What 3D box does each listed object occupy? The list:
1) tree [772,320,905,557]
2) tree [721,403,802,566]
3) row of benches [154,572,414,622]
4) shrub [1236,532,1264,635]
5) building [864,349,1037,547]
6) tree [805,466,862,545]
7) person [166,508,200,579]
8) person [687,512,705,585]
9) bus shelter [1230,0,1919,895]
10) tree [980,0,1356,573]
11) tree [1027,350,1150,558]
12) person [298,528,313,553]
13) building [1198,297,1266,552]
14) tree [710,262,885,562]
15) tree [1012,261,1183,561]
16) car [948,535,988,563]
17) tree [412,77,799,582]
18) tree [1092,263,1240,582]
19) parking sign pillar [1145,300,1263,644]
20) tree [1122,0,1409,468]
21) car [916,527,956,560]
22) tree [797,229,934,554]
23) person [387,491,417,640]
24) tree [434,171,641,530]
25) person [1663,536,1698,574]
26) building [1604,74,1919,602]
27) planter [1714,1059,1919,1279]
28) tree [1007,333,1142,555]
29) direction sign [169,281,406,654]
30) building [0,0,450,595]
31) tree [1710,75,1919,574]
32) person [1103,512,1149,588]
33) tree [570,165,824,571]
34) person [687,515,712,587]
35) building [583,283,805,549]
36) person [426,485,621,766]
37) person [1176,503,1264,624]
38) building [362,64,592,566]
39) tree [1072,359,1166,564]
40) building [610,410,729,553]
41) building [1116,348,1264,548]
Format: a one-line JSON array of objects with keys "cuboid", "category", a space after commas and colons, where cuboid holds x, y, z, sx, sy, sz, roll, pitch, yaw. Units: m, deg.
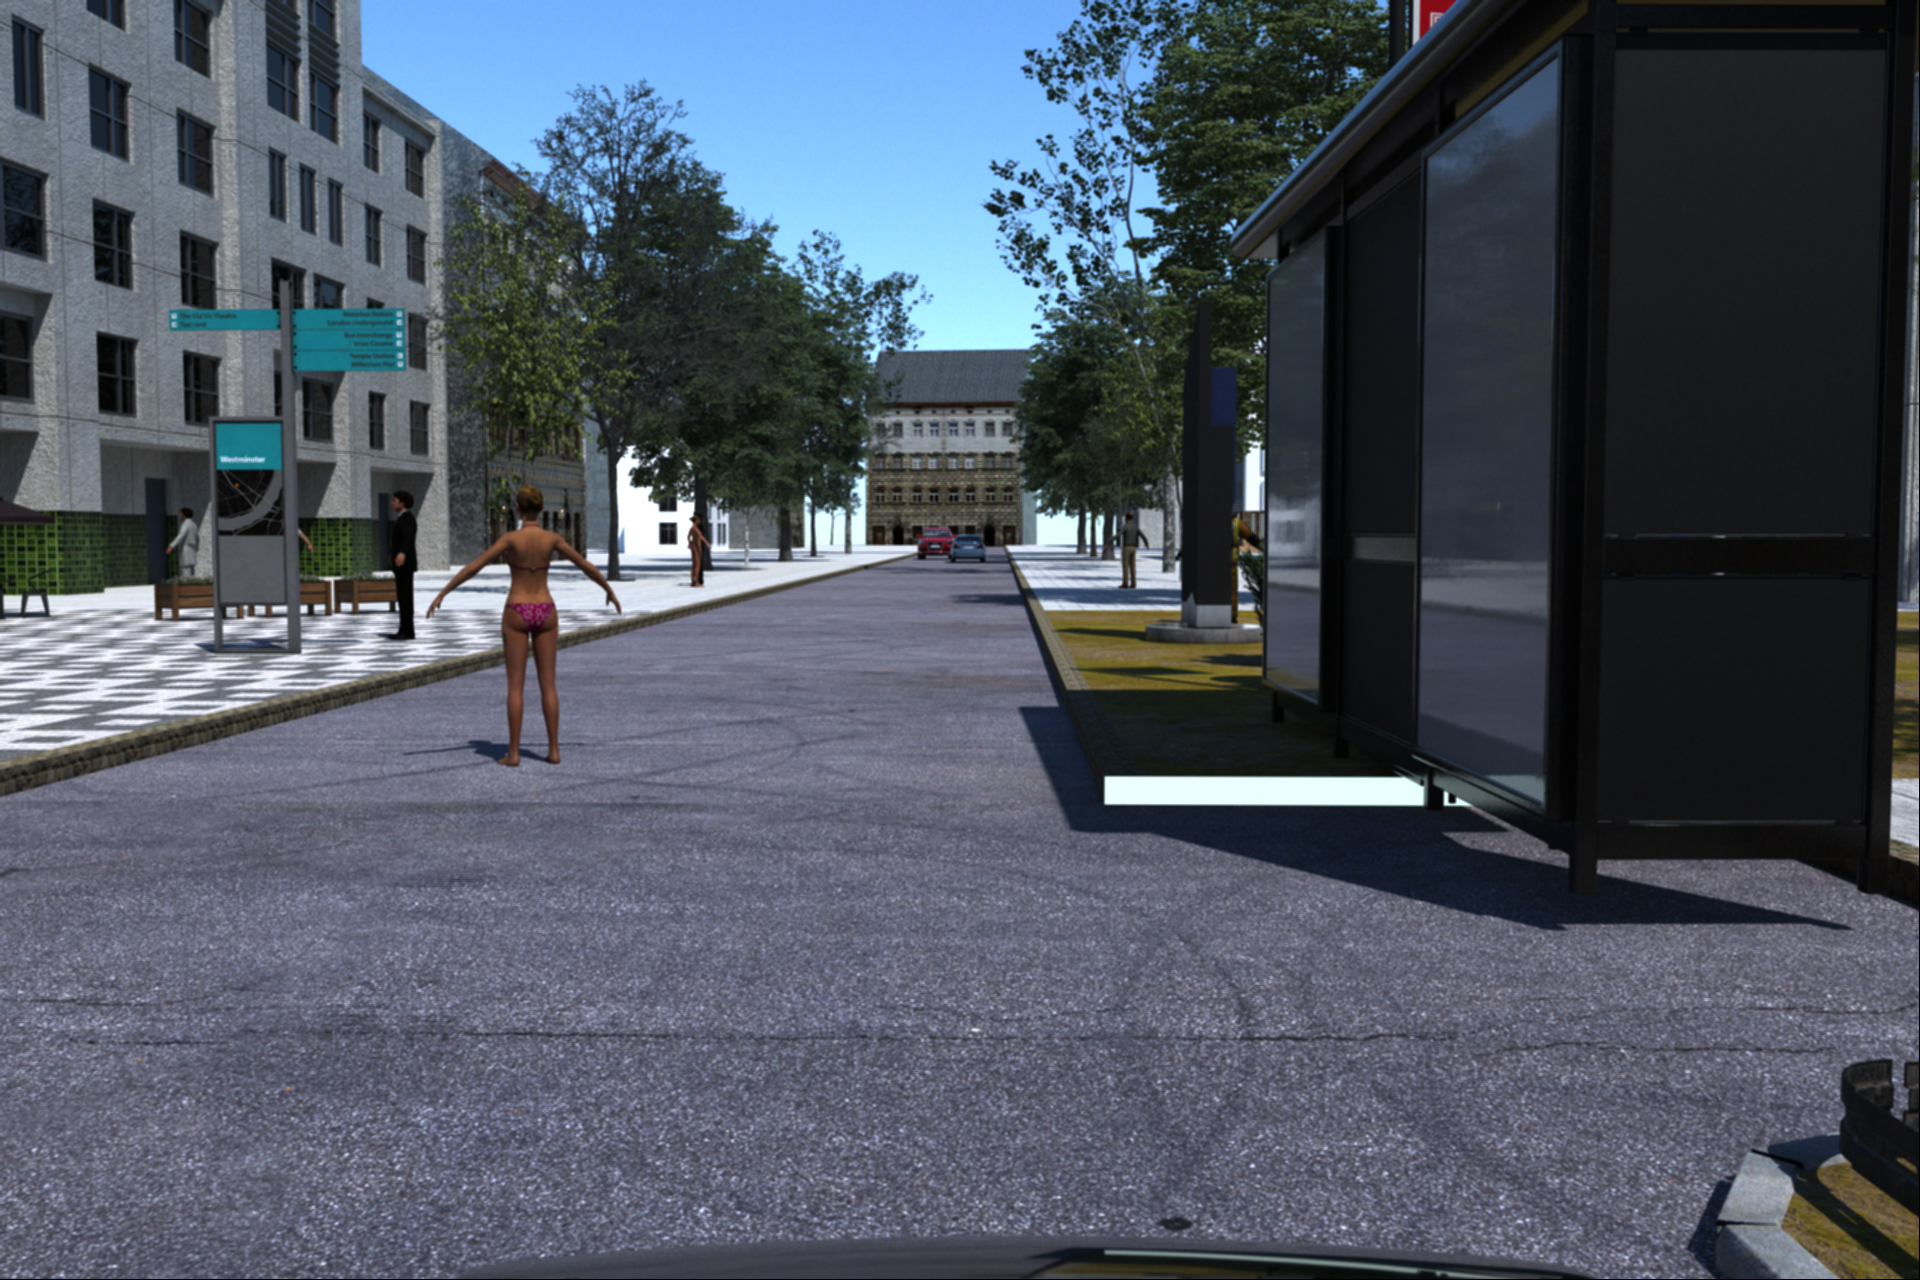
[{"cuboid": [-8.229, -11.380, 96.430, 12.009, 13.543, 11.850, 0, 3, 0], "category": "tree"}, {"cuboid": [-8.650, -7.301, 69.728, 4.360, 8.622, 3.978, 0, 3, 0], "category": "tree"}, {"cuboid": [-10.524, -0.705, 26.991, 1.422, 0.672, 4.104, 3, 5, 41], "category": "row of benches"}, {"cuboid": [3.552, -0.756, 16.787, 1.690, 2.028, 1.600, 0, 3, 0], "category": "shrub"}, {"cuboid": [-0.660, -22.768, 205.644, 18.063, 23.208, 19.493, 0, 4, 8], "category": "building"}, {"cuboid": [-14.897, -16.543, 204.889, 7.601, 10.594, 8.767, 0, 4, -1], "category": "tree"}, {"cuboid": [-15.443, -1.735, 34.562, 0.705, 1.806, 1.347, 0, 4, -1], "category": "person"}, {"cuboid": [-6.617, -2.301, 43.563, 0.705, 1.837, 1.347, 0, 4, 2], "category": "person"}, {"cuboid": [2.941, -1.996, 10.264, 2.179, 5.291, 8.768, 0, 4, -1], "category": "bus shelter"}, {"cuboid": [6.656, -12.388, 58.440, 12.611, 20.169, 13.585, 0, 3, 0], "category": "tree"}, {"cuboid": [7.449, -10.357, 95.099, 9.928, 11.665, 9.643, 0, 3, 0], "category": "tree"}, {"cuboid": [-13.609, -1.774, 34.856, 1.347, 1.847, 0.705, 1, 4, 8], "category": "person"}, {"cuboid": [23.585, -17.197, 137.584, 16.016, 20.090, 11.380, 0, 4, 1], "category": "building"}, {"cuboid": [-8.134, -10.588, 79.764, 9.857, 13.997, 8.962, 0, 3, 0], "category": "tree"}, {"cuboid": [7.173, -10.767, 82.703, 9.857, 13.997, 8.962, 0, 3, 0], "category": "tree"}, {"cuboid": [0.403, -4.611, 87.396, 2.014, 1.417, 4.499, 0, 3, 0], "category": "car"}, {"cuboid": [-9.389, -8.348, 46.859, 12.009, 13.543, 11.850, 0, 3, 0], "category": "tree"}, {"cuboid": [5.861, -5.874, 46.398, 4.737, 8.622, 4.395, 0, 3, 0], "category": "tree"}, {"cuboid": [2.952, -1.972, 20.713, 1.447, 3.967, 1.447, 0, 4, -1], "category": "parking sign pillar"}, {"cuboid": [6.460, -6.939, 31.578, 7.486, 12.596, 7.792, 0, 3, 0], "category": "tree"}, {"cuboid": [-1.310, -5.500, 98.599, 2.281, 1.827, 5.304, 0, 4, 2], "category": "car"}, {"cuboid": [-8.501, -15.587, 110.743, 12.611, 20.169, 13.585, 0, 3, 0], "category": "tree"}, {"cuboid": [-6.803, -0.912, 21.097, 0.705, 1.806, 1.347, -1, 4, -22], "category": "person"}, {"cuboid": [-9.086, -5.254, 36.258, 4.737, 8.622, 4.395, 0, 3, 0], "category": "tree"}, {"cuboid": [15.937, -1.965, 38.258, 1.347, 1.817, 0.704, -1, 4, -22], "category": "person"}, {"cuboid": [26.660, -11.076, 47.554, 16.747, 18.905, 31.486, 0, 4, 2], "category": "building"}, {"cuboid": [2.459, 1.111, 2.971, 1.991, 0.319, 1.994, 0, 4, 1], "category": "planter"}, {"cuboid": [7.628, -12.275, 107.345, 9.857, 13.997, 8.962, 0, 3, 0], "category": "tree"}, {"cuboid": [-7.088, -1.846, 18.952, 2.525, 3.948, 1.411, 0, 4, 2], "category": "direction sign"}, {"cuboid": [-26.828, -10.912, 44.873, 16.747, 18.905, 31.486, 0, 4, 2], "category": "building"}, {"cuboid": [7.706, -4.136, 17.983, 4.360, 8.622, 3.978, 0, 3, 0], "category": "tree"}, {"cuboid": [3.981, -2.122, 40.965, 1.348, 1.796, 0.705, -2, 4, -33], "category": "person"}, {"cuboid": [-8.943, -9.387, 60.128, 9.857, 13.997, 8.962, 0, 3, 0], "category": "tree"}, {"cuboid": [-6.320, -2.149, 41.935, 0.721, 1.733, 1.217, -2, 4, -32], "category": "person"}, {"cuboid": [-24.296, -19.817, 154.940, 19.493, 23.208, 18.063, 0, 4, 2], "category": "building"}, {"cuboid": [-2.700, -0.095, 10.817, 1.217, 1.733, 0.721, -2, 4, -28], "category": "person"}, {"cuboid": [3.731, -1.144, 24.466, 1.354, 1.858, 0.705, 0, 4, 2], "category": "person"}, {"cuboid": [-28.359, -15.148, 78.606, 19.493, 23.208, 18.063, 0, 4, 0], "category": "building"}, {"cuboid": [6.890, -7.499, 72.964, 4.360, 8.622, 3.978, 0, 3, 0], "category": "tree"}, {"cuboid": [-21.995, -11.590, 131.649, 9.099, 9.664, 28.070, 0, 4, 1], "category": "building"}, {"cuboid": [25.063, -18.762, 173.214, 16.747, 18.905, 31.486, 0, 4, 1], "category": "building"}]
